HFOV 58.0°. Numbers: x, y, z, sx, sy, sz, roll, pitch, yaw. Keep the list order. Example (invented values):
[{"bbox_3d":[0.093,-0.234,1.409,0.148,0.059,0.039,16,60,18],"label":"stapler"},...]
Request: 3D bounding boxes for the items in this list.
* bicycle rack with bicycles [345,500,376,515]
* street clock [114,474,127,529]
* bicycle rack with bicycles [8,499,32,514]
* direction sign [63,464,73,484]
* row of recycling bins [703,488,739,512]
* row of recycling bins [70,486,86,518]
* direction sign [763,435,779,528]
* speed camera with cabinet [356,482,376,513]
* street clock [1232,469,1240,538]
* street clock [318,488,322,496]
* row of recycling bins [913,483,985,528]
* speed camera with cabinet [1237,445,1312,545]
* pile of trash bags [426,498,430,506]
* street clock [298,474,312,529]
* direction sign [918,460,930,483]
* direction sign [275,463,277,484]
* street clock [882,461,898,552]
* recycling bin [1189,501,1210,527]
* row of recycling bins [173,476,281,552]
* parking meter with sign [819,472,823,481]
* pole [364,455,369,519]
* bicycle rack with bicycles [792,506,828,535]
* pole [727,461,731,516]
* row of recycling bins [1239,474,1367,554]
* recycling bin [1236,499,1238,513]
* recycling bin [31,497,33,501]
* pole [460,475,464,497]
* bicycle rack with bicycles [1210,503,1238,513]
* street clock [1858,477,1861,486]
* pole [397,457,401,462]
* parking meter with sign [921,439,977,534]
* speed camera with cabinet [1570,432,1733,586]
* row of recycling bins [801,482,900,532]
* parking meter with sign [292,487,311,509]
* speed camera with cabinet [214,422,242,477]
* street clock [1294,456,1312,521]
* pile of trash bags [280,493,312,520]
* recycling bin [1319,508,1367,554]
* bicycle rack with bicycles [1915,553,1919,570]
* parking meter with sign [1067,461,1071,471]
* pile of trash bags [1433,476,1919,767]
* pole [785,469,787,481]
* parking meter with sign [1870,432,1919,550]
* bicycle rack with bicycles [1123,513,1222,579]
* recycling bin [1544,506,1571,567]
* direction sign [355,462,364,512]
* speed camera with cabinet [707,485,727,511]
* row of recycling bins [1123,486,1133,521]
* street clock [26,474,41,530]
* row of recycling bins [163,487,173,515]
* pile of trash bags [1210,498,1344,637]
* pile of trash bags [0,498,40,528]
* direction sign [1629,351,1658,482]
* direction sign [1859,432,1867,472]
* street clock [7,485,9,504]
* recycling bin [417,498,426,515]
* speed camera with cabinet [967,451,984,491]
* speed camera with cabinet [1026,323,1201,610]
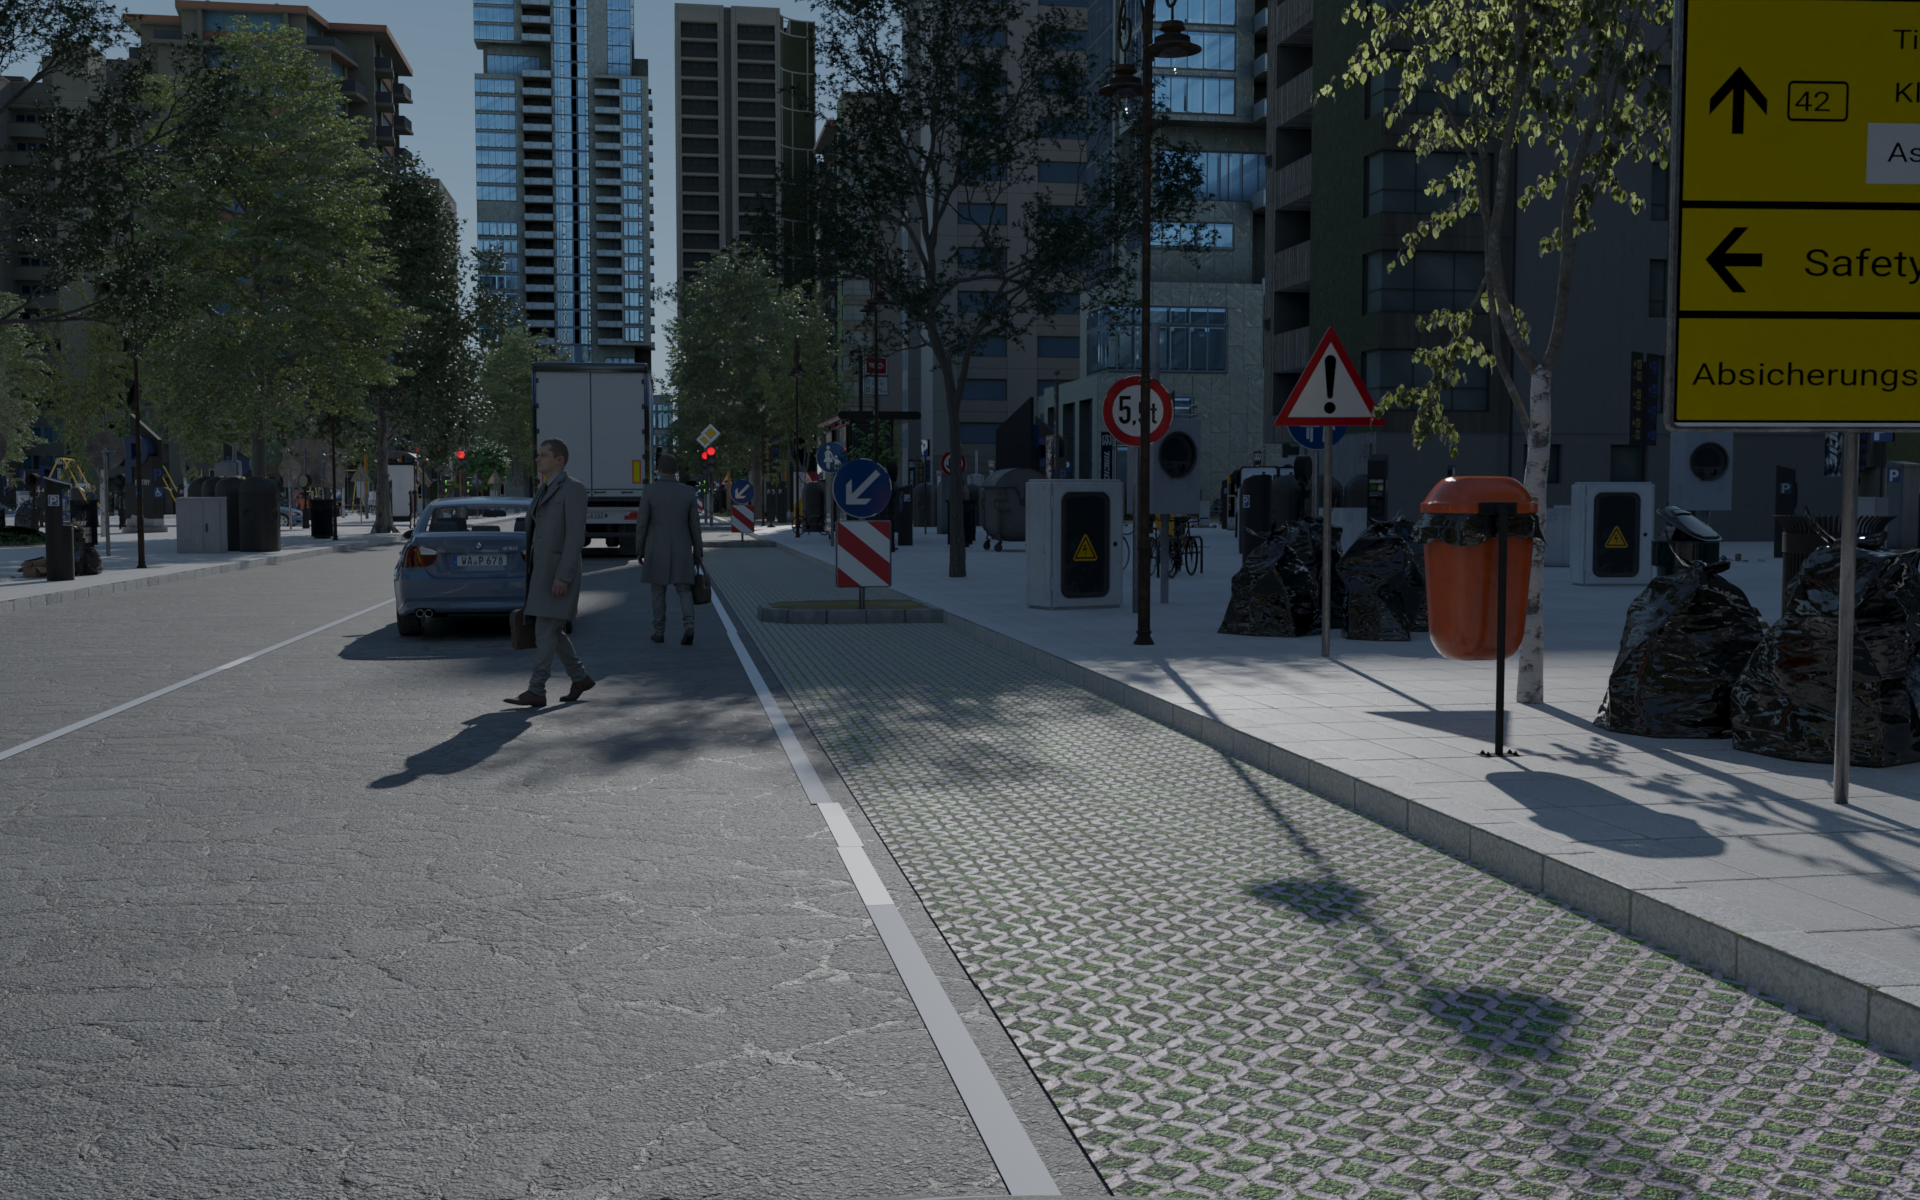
[{"bbox_3d":[-36.163,-5.620,105.273,2.852,0.926,2.925,2,4,34],"label":"bicycle rack with bicycles"},{"bbox_3d":[-30.492,-3.575,63.021,0.471,2.002,0.358,0,4,3],"label":"street clock"},{"bbox_3d":[-62.653,-6.206,114.854,2.925,0.926,2.852,1,4,8],"label":"bicycle rack with bicycles"},{"bbox_3d":[-70.082,-8.832,136.400,0.379,3.537,0.876,0,4,4],"label":"direction sign"},{"bbox_3d":[-19.224,-8.362,143.827,3.534,1.692,1.069,-2,4,-27],"label":"row of recycling bins"},{"bbox_3d":[-48.764,-5.336,94.358,3.534,1.692,1.069,3,5,39],"label":"row of recycling bins"},{"bbox_3d":[-7.231,-4.543,66.276,0.379,3.537,0.876,3,4,36],"label":"direction sign"},{"bbox_3d":[-39.598,-7.441,116.003,0.660,3.252,2.038,1,4,14],"label":"speed camera with cabinet"},{"bbox_3d":[8.226,-2.836,50.943,0.471,2.002,0.358,-3,4,-36],"label":"street clock"},{"bbox_3d":[-48.679,-7.797,132.052,0.471,2.002,0.358,2,4,35],"label":"street clock"},{"bbox_3d":[-0.415,-3.753,68.478,1.069,1.692,3.534,3,5,44],"label":"row of recycling bins"},{"bbox_3d":[7.660,-2.922,42.107,0.660,3.252,2.038,-2,4,-35],"label":"speed camera with cabinet"},{"bbox_3d":[-37.809,-6.750,120.118,3.447,1.369,1.912,-1,4,-13],"label":"pile of trash bags"},{"bbox_3d":[-24.185,-3.635,63.996,0.471,2.002,0.358,2,4,23],"label":"street clock"},{"bbox_3d":[-2.403,-7.521,114.970,0.876,3.537,0.379,0,4,5],"label":"direction sign"},{"bbox_3d":[-49.582,-8.174,125.642,0.379,3.537,0.876,-2,4,-27],"label":"direction sign"},{"bbox_3d":[-1.548,-2.053,38.142,0.358,2.002,0.471,-1,4,-20],"label":"street clock"},{"bbox_3d":[9.288,-3.353,67.373,0.722,1.027,0.722,0,4,-5],"label":"recycling bin"},{"bbox_3d":[-16.585,-1.978,39.448,3.534,1.692,1.069,3,5,44],"label":"row of recycling bins"},{"bbox_3d":[-10.242,-8.615,137.124,1.738,3.016,0.543,1,4,21],"label":"parking meter with sign"},{"bbox_3d":[-30.647,-5.845,89.413,0.158,3.312,0.155,0,3,0],"label":"pole"},{"bbox_3d":[-3.465,-2.501,54.273,2.925,0.926,2.852,3,5,40],"label":"bicycle rack with bicycles"},{"bbox_3d":[-13.581,-6.605,101.834,0.158,3.312,0.155,0,3,0],"label":"pole"},{"bbox_3d":[7.305,-1.788,36.343,1.069,1.692,3.534,-3,5,-42],"label":"row of recycling bins"},{"bbox_3d":[12.893,-4.254,82.100,0.722,1.027,0.722,2,4,23],"label":"recycling bin"},{"bbox_3d":[-70.117,-7.223,130.649,0.722,1.027,0.722,-1,4,-11],"label":"recycling bin"},{"bbox_3d":[-21.841,-5.019,75.909,0.158,3.312,0.155,0,3,0],"label":"pole"},{"bbox_3d":[11.317,-3.507,70.722,2.852,0.926,2.925,-1,4,-10],"label":"bicycle rack with bicycles"},{"bbox_3d":[33.172,-3.659,64.390,0.471,2.002,0.358,0,4,6],"label":"street clock"},{"bbox_3d":[-28.160,-5.701,87.061,0.158,3.312,0.155,0,3,0],"label":"pole"},{"bbox_3d":[-0.345,-3.622,55.473,1.738,3.016,0.543,-2,4,-24],"label":"parking meter with sign"},{"bbox_3d":[9.678,-1.829,24.240,2.038,3.252,0.660,0,4,1],"label":"speed camera with cabinet"},{"bbox_3d":[-3.660,-3.139,58.439,3.534,1.692,1.069,1,4,12],"label":"row of recycling bins"},{"bbox_3d":[-45.176,-7.456,118.161,1.738,3.016,0.543,-1,4,-13],"label":"parking meter with sign"},{"bbox_3d":[-20.266,-3.309,48.438,0.660,3.252,2.038,0,4,-7],"label":"speed camera with cabinet"},{"bbox_3d":[6.530,-1.739,32.998,0.358,2.002,0.471,2,4,29],"label":"street clock"},{"bbox_3d":[-38.595,-5.381,97.732,3.447,1.369,1.912,-3,5,-45],"label":"pile of trash bags"},{"bbox_3d":[7.068,-1.180,31.846,0.722,1.027,0.722,-2,4,-28],"label":"recycling bin"},{"bbox_3d":[12.848,-0.415,20.162,2.852,0.926,2.925,1,4,10],"label":"bicycle rack with bicycles"},{"bbox_3d":[5.432,-5.866,92.173,0.543,3.016,1.738,0,4,-8],"label":"parking meter with sign"},{"bbox_3d":[3.994,0.051,8.927,3.447,1.369,1.912,-1,4,-10],"label":"pile of trash bags"},{"bbox_3d":[-10.239,-6.614,101.987,0.158,3.312,0.155,0,3,0],"label":"pole"},{"bbox_3d":[21.866,-2.682,40.105,1.738,3.016,0.543,-2,4,-27],"label":"parking meter with sign"},{"bbox_3d":[2.907,-0.881,27.788,2.852,0.926,2.925,2,4,31],"label":"bicycle rack with bicycles"},{"bbox_3d":[10.703,-1.105,30.616,0.722,1.027,0.722,2,4,25],"label":"recycling bin"},{"bbox_3d":[-42.315,-7.978,122.436,0.379,3.537,0.876,3,4,36],"label":"direction sign"},{"bbox_3d":[-18.031,-8.336,130.629,2.038,3.252,0.660,-1,4,-19],"label":"speed camera with cabinet"},{"bbox_3d":[7.333,-4.674,83.531,1.069,1.692,3.534,2,4,29],"label":"row of recycling bins"},{"bbox_3d":[-32.696,-3.462,61.168,0.471,2.002,0.358,1,4,14],"label":"street clock"},{"bbox_3d":[-49.414,-6.105,106.927,1.069,1.692,3.534,1,4,19],"label":"row of recycling bins"},{"bbox_3d":[4.059,-0.421,16.637,1.912,1.369,3.447,3,5,41],"label":"pile of trash bags"},{"bbox_3d":[-35.906,-3.325,64.112,3.447,1.369,1.912,-1,4,-12],"label":"pile of trash bags"},{"bbox_3d":[10.982,-2.194,27.871,0.876,3.537,0.379,-3,5,-43],"label":"direction sign"},{"bbox_3d":[32.046,-4.287,62.096,0.876,3.537,0.379,0,4,-4],"label":"direction sign"},{"bbox_3d":[-71.904,-7.702,130.501,0.358,2.002,0.471,1,4,22],"label":"street clock"},{"bbox_3d":[-32.911,-5.684,105.482,0.722,1.027,0.722,-1,4,-10],"label":"recycling bin"},{"bbox_3d":[1.390,-5.237,79.956,2.038,3.252,0.660,-1,4,-12],"label":"speed camera with cabinet"},{"bbox_3d":[1.758,-1.552,19.710,2.038,3.252,0.660,-2,4,-29],"label":"speed camera with cabinet"}]
